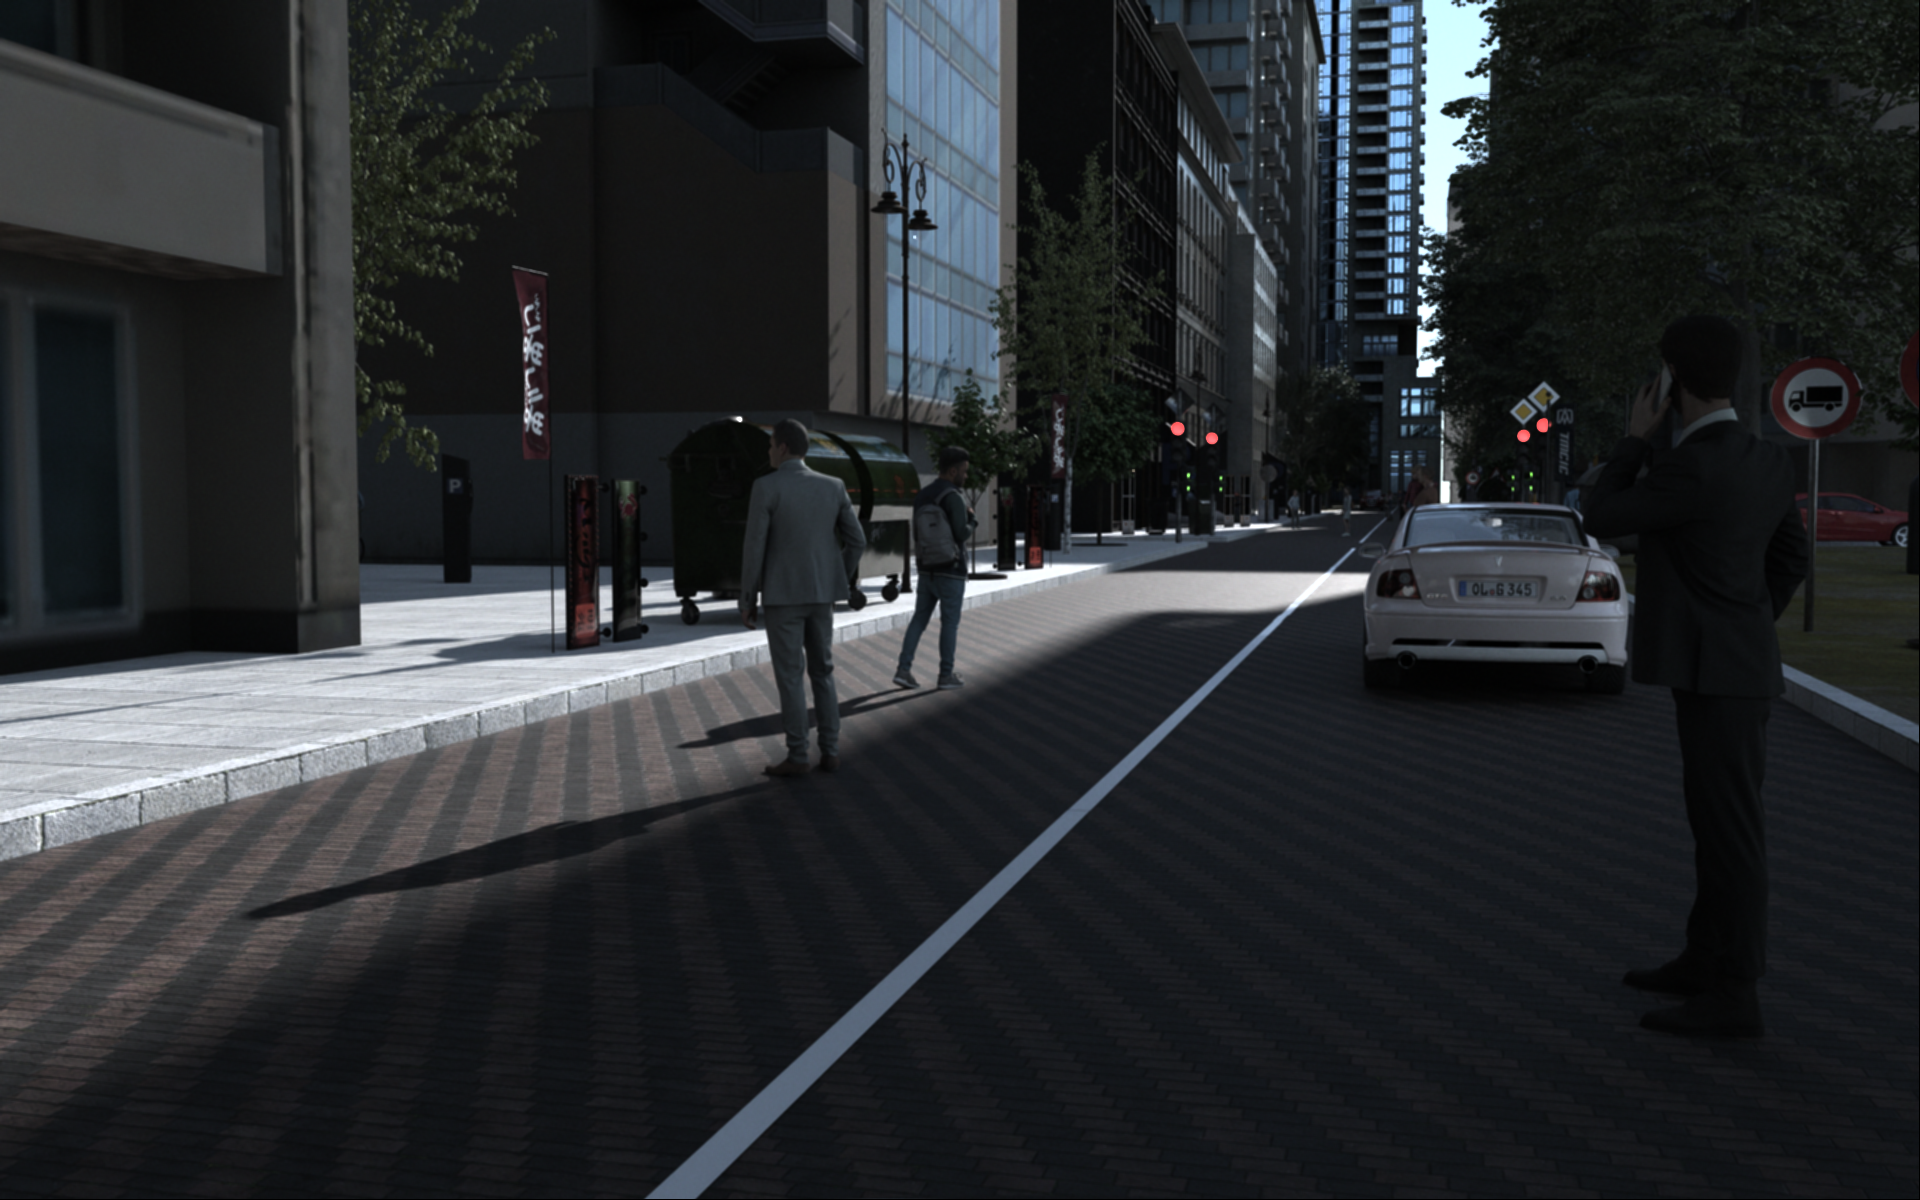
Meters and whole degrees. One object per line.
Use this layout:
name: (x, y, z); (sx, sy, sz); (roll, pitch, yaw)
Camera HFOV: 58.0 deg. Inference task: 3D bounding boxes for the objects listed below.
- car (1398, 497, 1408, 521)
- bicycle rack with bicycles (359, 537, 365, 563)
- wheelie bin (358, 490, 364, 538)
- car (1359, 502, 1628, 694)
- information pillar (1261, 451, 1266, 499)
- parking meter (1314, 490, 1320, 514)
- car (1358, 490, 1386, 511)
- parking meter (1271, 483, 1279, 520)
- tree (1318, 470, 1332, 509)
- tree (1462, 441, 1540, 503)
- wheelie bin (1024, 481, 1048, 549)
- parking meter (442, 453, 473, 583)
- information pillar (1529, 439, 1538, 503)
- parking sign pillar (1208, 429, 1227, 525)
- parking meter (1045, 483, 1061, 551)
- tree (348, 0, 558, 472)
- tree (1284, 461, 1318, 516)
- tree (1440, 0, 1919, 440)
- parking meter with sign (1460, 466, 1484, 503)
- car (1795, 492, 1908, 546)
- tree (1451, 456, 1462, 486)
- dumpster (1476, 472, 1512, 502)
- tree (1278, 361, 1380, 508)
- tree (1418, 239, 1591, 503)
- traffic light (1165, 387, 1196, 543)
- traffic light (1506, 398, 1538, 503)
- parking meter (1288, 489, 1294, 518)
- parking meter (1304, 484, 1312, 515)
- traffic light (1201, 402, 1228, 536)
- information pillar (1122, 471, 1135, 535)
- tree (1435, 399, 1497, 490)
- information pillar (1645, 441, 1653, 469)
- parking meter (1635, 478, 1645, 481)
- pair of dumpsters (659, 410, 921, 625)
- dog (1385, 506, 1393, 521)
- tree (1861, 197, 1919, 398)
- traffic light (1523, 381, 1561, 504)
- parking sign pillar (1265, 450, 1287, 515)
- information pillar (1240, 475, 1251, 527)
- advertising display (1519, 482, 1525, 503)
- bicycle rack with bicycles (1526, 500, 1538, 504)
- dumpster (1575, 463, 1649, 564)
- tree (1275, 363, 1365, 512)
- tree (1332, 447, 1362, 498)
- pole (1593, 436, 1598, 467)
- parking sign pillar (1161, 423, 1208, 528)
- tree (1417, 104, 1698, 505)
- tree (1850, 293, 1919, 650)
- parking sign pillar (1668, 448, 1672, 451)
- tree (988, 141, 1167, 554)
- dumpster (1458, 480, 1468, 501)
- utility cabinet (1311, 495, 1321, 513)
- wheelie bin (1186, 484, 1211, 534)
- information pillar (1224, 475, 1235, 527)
car: (24.968, -5.189, 94.634); (2.009, 1.686, 4.222); (1, 4, 16)
bicycle rack with bicycles: (-11.707, -1.004, 29.804); (2.925, 0.926, 2.852); (-3, 5, -40)
wheelie bin: (-8.377, -0.929, 23.089); (0.693, 1.594, 0.980); (2, 4, 33)
car: (4.265, -0.100, 13.993); (2.083, 1.381, 4.827); (1, 4, 15)
information pillar: (16.561, -6.289, 94.186); (0.183, 3.616, 0.504); (-2, 4, -27)
parking meter: (23.245, -6.379, 112.706); (0.372, 1.533, 0.369); (0, 3, 0)
car: (35.579, -8.617, 149.552); (2.281, 1.827, 5.304); (1, 4, 14)
parking meter: (15.722, -4.940, 86.473); (0.399, 1.863, 0.255); (0, 4, 8)
tree: (28.833, -8.744, 137.570); (1.663, 3.219, 1.824); (0, 3, 0)
tree: (27.168, -6.216, 85.339); (4.285, 4.588, 4.351); (0, 3, 0)
wheelie bin: (1.887, -1.996, 40.543); (0.693, 1.594, 0.980); (1, 4, 14)
parking meter: (-7.249, -1.180, 25.010); (0.399, 1.863, 0.255); (0, 4, -7)
information pillar: (20.600, -4.332, 62.190); (0.183, 3.616, 0.504); (0, 4, 4)
parking sign pillar: (10.371, -5.089, 71.683); (1.447, 3.967, 1.447); (0, 4, -4)
parking meter: (2.111, -1.894, 39.375); (0.372, 1.533, 0.369); (0, 3, 0)
tree: (-6.603, -4.120, 17.726); (4.737, 8.622, 4.395); (0, 3, 0)
tree: (19.539, -6.490, 100.705); (1.663, 3.219, 1.824); (0, 3, 0)
tree: (9.918, -6.386, 22.541); (7.486, 12.596, 7.792); (0, 3, 0)
parking meter with sign: (31.602, -6.774, 107.016); (1.738, 3.016, 0.543); (-3, 5, -40)
car: (23.254, -2.232, 45.526); (4.494, 1.783, 2.155); (1, 4, 16)
tree: (37.737, -8.777, 127.224); (4.285, 4.588, 4.351); (0, 3, 0)
dumpster: (24.143, -4.640, 78.364); (1.502, 2.255, 1.985); (1, 4, 15)
tree: (34.783, -15.720, 163.677); (9.857, 13.997, 8.962); (0, 3, 0)
tree: (21.747, -8.649, 67.172); (9.928, 11.665, 9.643); (0, 3, 0)
traffic light: (5.755, -3.453, 45.381); (0.839, 4.253, 0.868); (1, 4, 15)
traffic light: (16.494, -3.788, 50.860); (0.839, 4.253, 0.868); (1, 4, 15)
parking meter: (17.960, -5.230, 93.922); (0.372, 1.533, 0.369); (0, 3, 0)
parking meter: (21.050, -6.054, 104.701); (0.399, 1.863, 0.255); (-1, 4, -17)
traffic light: (7.769, -3.926, 53.109); (0.839, 4.253, 0.868); (1, 4, 15)
information pillar: (5.304, -3.062, 54.555); (0.304, 2.012, 0.304); (2, 4, 35)
tree: (34.857, -10.255, 118.038); (4.737, 8.622, 4.395); (0, 3, 0)
information pillar: (29.483, -5.066, 74.181); (0.183, 3.616, 0.504); (0, 4, -6)
parking meter: (16.526, -2.224, 42.072); (0.255, 1.863, 0.399); (1, 4, 17)
pair of dumpsters: (-1.736, -0.994, 18.739); (1.574, 2.255, 4.437); (1, 4, 15)
dog: (22.639, -4.574, 91.621); (0.513, 0.831, 0.800); (2, 4, 27)
tree: (21.869, -5.315, 37.261); (4.737, 8.622, 4.395); (0, 3, 0)
traffic light: (14.480, -3.316, 43.132); (0.839, 4.253, 0.868); (1, 4, 15)
parking sign pillar: (19.248, -7.166, 105.632); (1.447, 3.967, 1.447); (1, 4, 18)
information pillar: (11.217, -3.888, 68.058); (0.304, 2.012, 0.304); (-1, 4, -18)
advertising display: (26.294, -4.640, 81.080); (0.123, 1.923, 0.974); (2, 4, 28)
bicycle rack with bicycles: (33.031, -5.235, 98.973); (2.925, 0.926, 2.852); (-1, 4, -21)
dumpster: (11.708, -1.538, 30.902); (1.264, 1.857, 1.865); (1, 4, 15)
tree: (24.327, -11.487, 122.232); (8.767, 10.594, 7.601); (1, 4, 14)
tree: (40.062, -14.131, 181.401); (4.360, 8.622, 3.978); (0, 3, 0)
pole: (22.467, -4.124, 61.267); (0.158, 3.312, 0.155); (0, 3, 0)
parking sign pillar: (8.254, -4.705, 65.394); (1.447, 3.967, 1.447); (3, 5, 39)
tree: (19.297, -9.138, 56.067); (9.857, 13.997, 8.962); (0, 3, 0)
tree: (8.413, -1.192, 14.085); (1.663, 3.219, 1.824); (0, 3, 0)
parking sign pillar: (34.158, -5.767, 82.767); (1.447, 3.967, 1.447); (-3, 5, -44)
tree: (2.340, -5.302, 37.057); (4.737, 8.622, 4.395); (0, 3, 0)
dumpster: (32.472, -6.581, 110.094); (1.502, 2.255, 1.985); (1, 4, 14)
utility cabinet: (23.548, -6.380, 115.479); (1.020, 1.237, 0.306); (1, 4, 14)
wheelie bin: (7.645, -2.903, 55.371); (0.980, 1.594, 0.693); (-2, 4, -31)
information pillar: (10.540, -3.872, 67.796); (0.304, 2.012, 0.304); (2, 4, 34)
